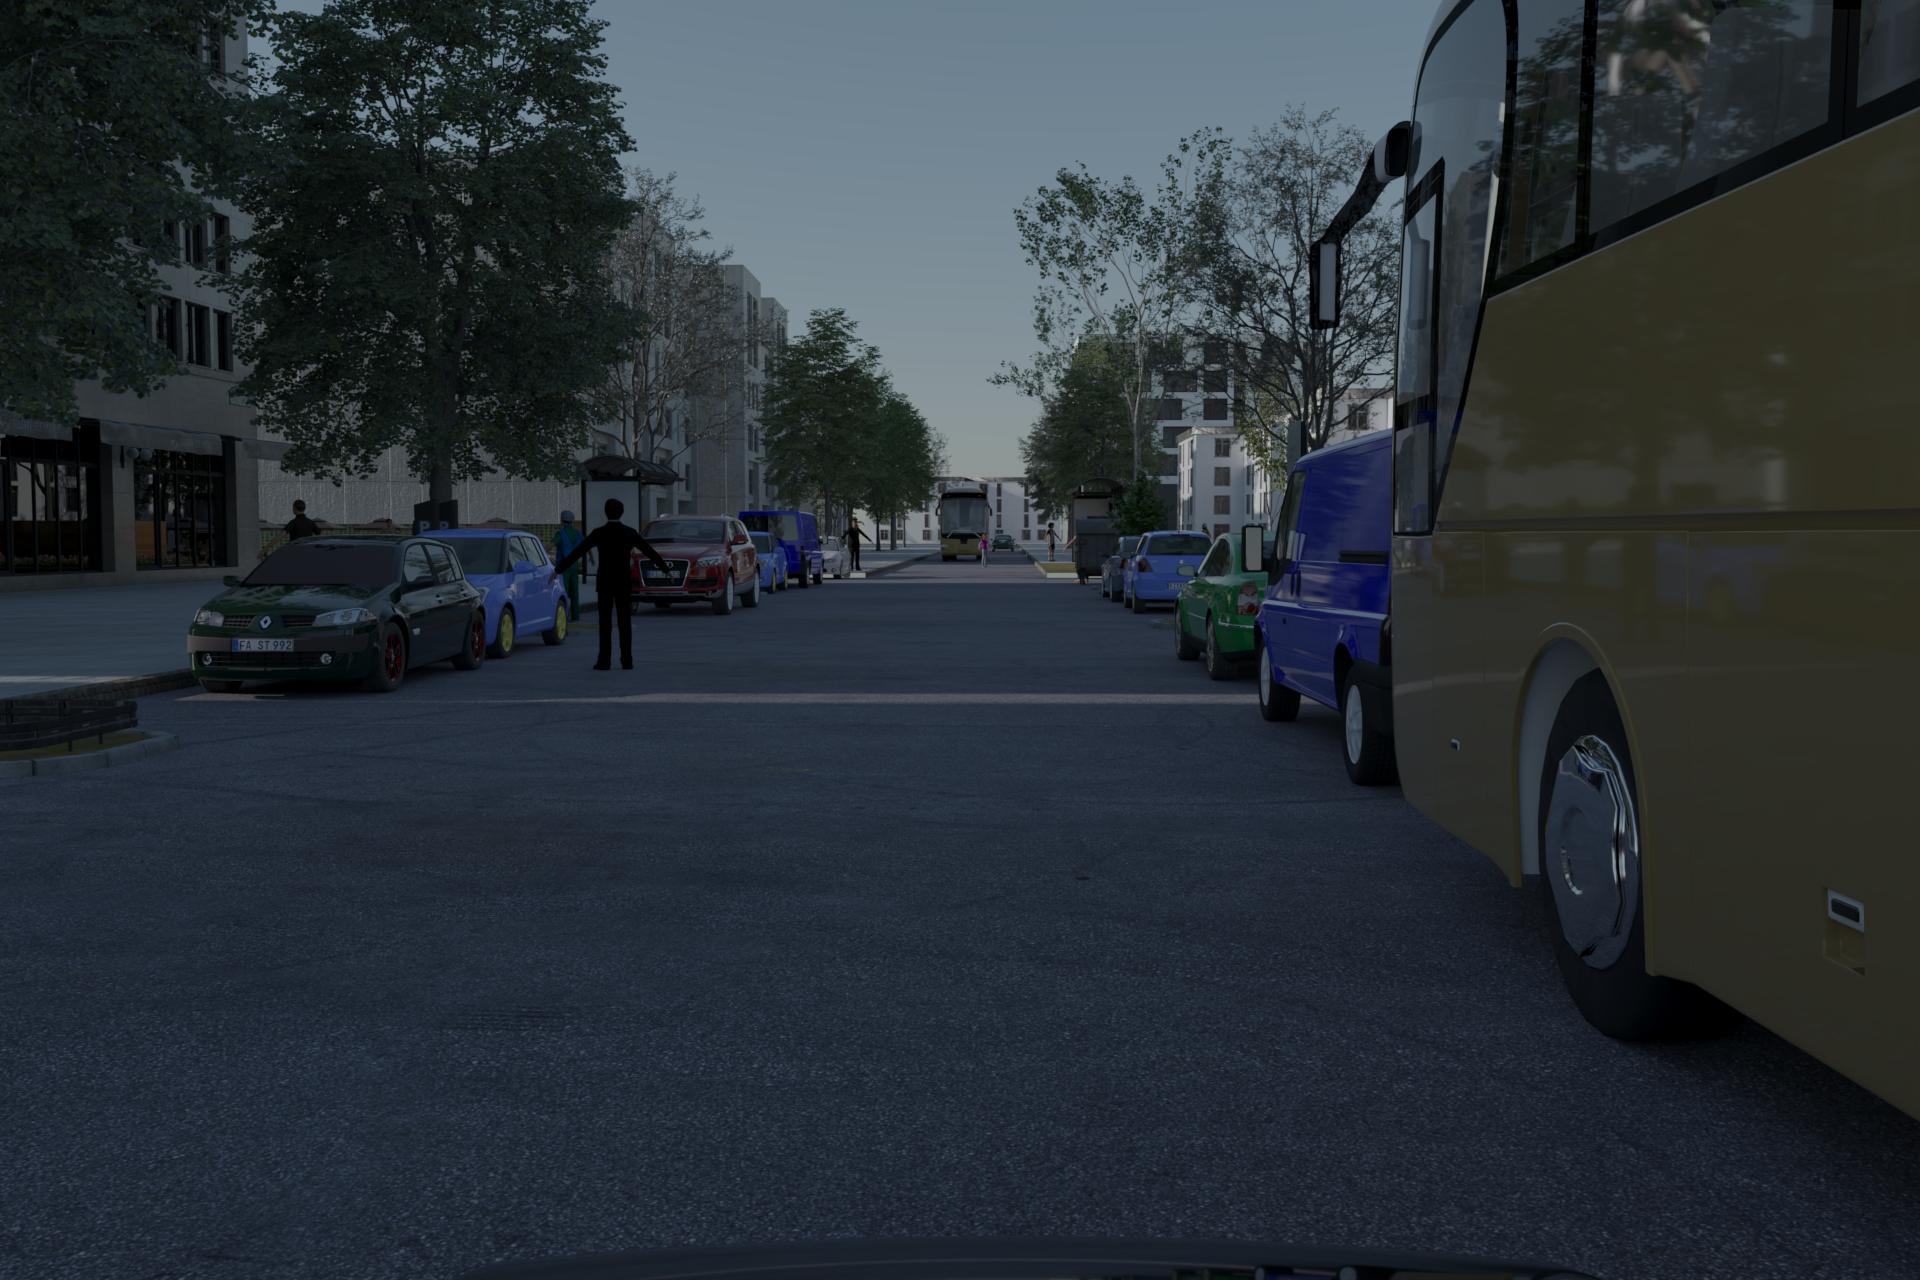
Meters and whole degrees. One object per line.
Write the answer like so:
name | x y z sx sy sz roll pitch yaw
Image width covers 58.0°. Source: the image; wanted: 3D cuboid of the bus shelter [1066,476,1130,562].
bus shelter | 4.995 -4.255 63.493 2.014 3.302 5.546 0 4 1

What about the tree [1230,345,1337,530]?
tree | 12.319 -7.166 67.525 4.737 8.622 4.395 0 3 0

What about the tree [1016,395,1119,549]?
tree | 9.478 -14.883 149.995 9.857 13.997 8.962 0 3 0

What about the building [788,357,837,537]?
building | -23.076 -21.323 179.551 19.493 23.208 18.063 0 4 2

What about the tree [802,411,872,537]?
tree | -6.929 -8.943 96.582 4.737 8.622 4.395 0 3 0

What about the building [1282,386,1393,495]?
building | 25.274 -9.644 99.821 9.099 9.664 28.070 0 4 2

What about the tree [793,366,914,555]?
tree | -6.678 -11.021 105.954 9.928 11.665 9.643 0 3 0

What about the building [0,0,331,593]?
building | -30.413 -14.187 34.118 24.374 26.755 37.873 0 4 2

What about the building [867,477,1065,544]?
building | 0.920 -18.839 252.617 28.070 9.664 9.099 1 4 11

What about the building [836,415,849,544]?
building | -22.710 -21.005 209.896 16.747 18.905 31.486 0 4 1

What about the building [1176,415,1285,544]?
building | 22.778 -11.791 134.923 9.099 9.664 28.070 0 4 1

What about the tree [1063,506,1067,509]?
tree | 10.380 -12.810 159.808 4.737 8.622 4.395 0 3 0

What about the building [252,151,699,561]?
building | -25.580 -14.051 96.185 16.747 18.905 31.486 0 4 1

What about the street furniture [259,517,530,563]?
street furniture | -32.175 -3.906 68.897 27.439 1.986 14.083 1 4 10

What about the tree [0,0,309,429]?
tree | -12.058 -6.876 19.086 9.857 13.997 8.962 0 3 0

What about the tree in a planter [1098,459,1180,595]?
tree in a planter | 4.302 -2.692 41.237 1.991 3.239 1.994 0 4 2

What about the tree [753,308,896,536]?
tree | -6.864 -10.331 87.047 7.486 12.596 7.792 0 3 0

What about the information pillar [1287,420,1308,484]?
information pillar | 7.105 -2.766 36.539 0.184 3.620 1.656 0 4 2

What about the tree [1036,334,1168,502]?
tree | 8.025 -11.065 99.042 7.486 12.596 7.792 0 3 0

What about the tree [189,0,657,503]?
tree | -10.863 -7.919 36.132 9.857 13.997 8.962 0 3 0

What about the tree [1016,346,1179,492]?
tree | 8.740 -12.335 112.041 12.009 13.543 11.850 0 3 0

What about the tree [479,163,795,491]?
tree | -10.639 -8.956 56.804 12.009 13.543 11.850 0 3 0

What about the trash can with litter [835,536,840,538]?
trash can with litter | -4.610 -3.411 66.820 1.678 1.210 2.233 0 4 2

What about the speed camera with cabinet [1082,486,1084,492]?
speed camera with cabinet | 5.213 -4.637 70.152 0.660 3.252 2.038 0 4 0

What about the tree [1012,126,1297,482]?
tree | 9.625 -13.687 79.678 12.611 20.169 13.585 0 3 0

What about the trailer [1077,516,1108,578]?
trailer | 4.532 -3.042 56.788 1.471 1.999 3.904 0 4 1

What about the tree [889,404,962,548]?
tree | -5.289 -15.442 162.839 12.009 13.543 11.850 0 3 0

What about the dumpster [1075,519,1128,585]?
dumpster | 4.168 -2.507 49.200 1.865 1.857 1.264 0 4 1

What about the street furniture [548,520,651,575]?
street furniture | -11.781 -3.078 57.176 9.812 1.723 11.010 0 4 -1

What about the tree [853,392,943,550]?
tree | -5.150 -13.478 138.500 7.486 12.596 7.792 0 3 0

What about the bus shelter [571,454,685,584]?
bus shelter | -8.881 -3.231 46.743 2.014 3.302 5.546 0 4 1

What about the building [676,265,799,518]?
building | -22.232 -16.107 129.814 16.747 18.905 31.486 0 4 1

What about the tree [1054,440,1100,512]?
tree | 8.808 -10.579 123.336 4.737 8.622 4.395 0 3 0

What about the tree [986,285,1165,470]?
tree | 8.576 -16.960 133.177 12.611 20.169 13.585 0 3 0

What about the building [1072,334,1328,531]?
building | 26.253 -21.352 193.082 27.936 21.610 32.646 0 4 1
